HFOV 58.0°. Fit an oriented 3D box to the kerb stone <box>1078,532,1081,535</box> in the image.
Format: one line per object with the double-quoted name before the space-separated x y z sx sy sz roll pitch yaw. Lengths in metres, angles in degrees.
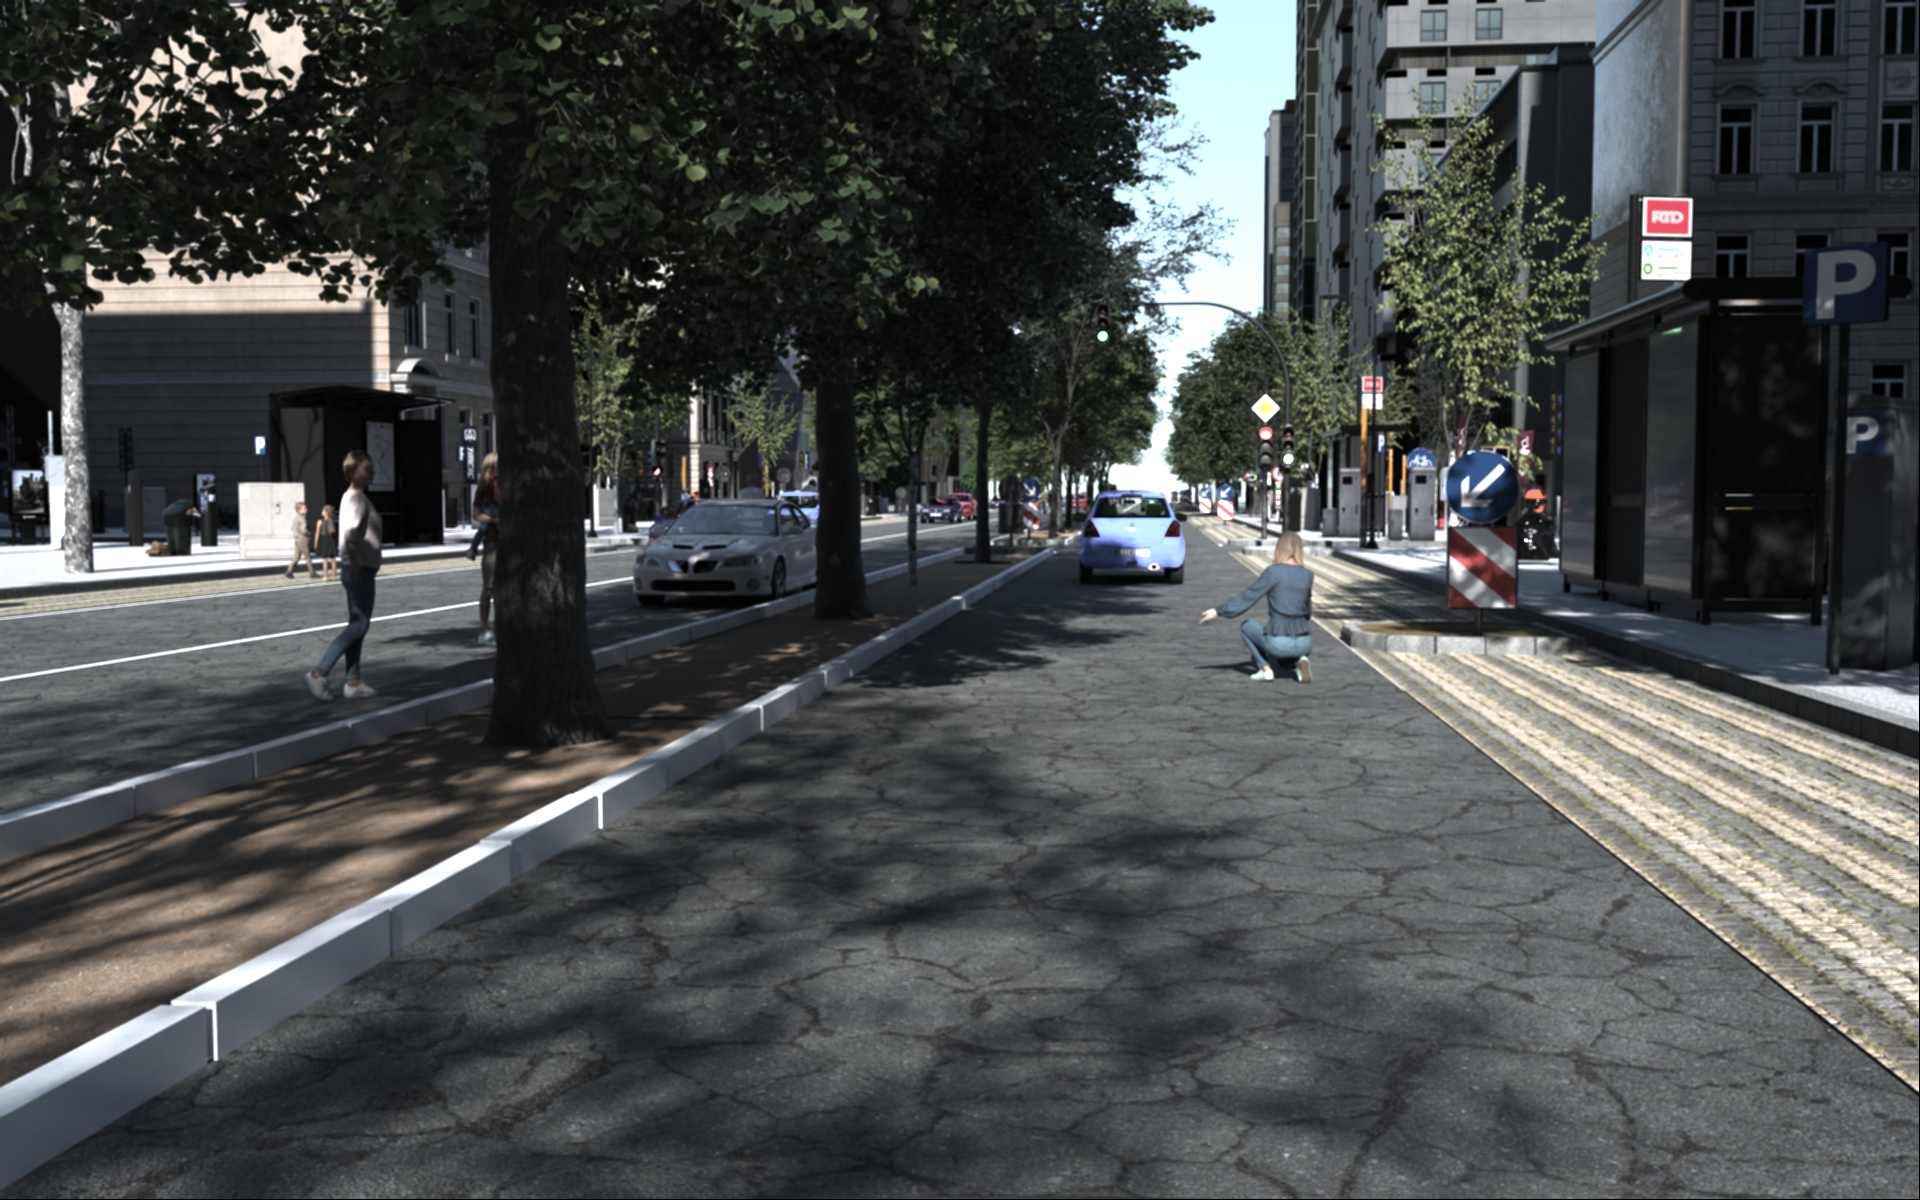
"kerb stone" 3.644 -1.961 54.370 0.120 0.150 1.000 0 4 6

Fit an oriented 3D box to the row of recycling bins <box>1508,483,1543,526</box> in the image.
"row of recycling bins" 20.116 -3.427 63.148 3.534 1.692 1.069 -3 5 -40

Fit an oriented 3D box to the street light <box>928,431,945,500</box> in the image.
"street light" -1.763 -9.478 127.505 1.470 5.913 1.316 0 4 6

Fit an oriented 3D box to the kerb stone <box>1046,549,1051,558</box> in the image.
"kerb stone" 1.870 -0.991 38.486 0.120 0.150 1.000 0 4 6

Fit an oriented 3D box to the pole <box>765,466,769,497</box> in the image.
"pole" -12.232 -7.084 109.668 0.158 3.312 0.155 0 3 0

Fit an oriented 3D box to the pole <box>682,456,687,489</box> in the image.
"pole" -14.935 -6.121 93.916 0.158 3.312 0.155 0 3 0

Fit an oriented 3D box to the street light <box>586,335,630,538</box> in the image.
"street light" -10.291 -4.784 50.757 1.470 5.913 1.316 0 4 6

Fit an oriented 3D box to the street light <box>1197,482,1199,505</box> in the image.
"street light" 21.850 -11.095 153.942 1.470 5.913 1.316 0 4 6

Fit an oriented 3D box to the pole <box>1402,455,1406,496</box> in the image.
"pole" 23.090 -5.886 90.086 0.158 3.312 0.155 0 3 0

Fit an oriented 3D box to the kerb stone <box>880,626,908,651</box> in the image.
"kerb stone" -0.639 0.374 16.088 0.120 0.150 1.000 0 4 6

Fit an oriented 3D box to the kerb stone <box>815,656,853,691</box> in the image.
"kerb stone" -0.972 0.560 13.033 0.120 0.150 1.000 0 4 6

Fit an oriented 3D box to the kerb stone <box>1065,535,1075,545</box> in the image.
"kerb stone" 3.185 -1.715 50.301 0.120 0.150 1.000 0 4 6

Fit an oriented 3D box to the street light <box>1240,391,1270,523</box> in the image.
"street light" 13.308 -6.460 78.165 1.470 5.913 1.316 0 4 6

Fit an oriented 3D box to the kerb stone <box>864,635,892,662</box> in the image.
"kerb stone" -0.750 0.440 15.071 0.120 0.150 1.000 0 4 6

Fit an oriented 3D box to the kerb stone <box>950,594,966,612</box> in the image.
"kerb stone" -0.069 0.063 21.172 0.120 0.150 1.000 0 4 6

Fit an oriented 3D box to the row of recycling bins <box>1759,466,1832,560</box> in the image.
"row of recycling bins" 12.697 -1.131 25.613 1.069 1.692 3.534 0 4 8

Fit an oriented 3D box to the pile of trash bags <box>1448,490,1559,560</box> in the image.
"pile of trash bags" 11.238 -1.542 34.961 1.912 1.369 3.447 2 4 31

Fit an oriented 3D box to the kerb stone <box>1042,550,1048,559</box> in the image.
"kerb stone" 1.755 -0.934 37.468 0.120 0.150 1.000 0 4 6

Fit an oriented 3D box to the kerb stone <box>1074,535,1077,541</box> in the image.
"kerb stone" 3.300 -1.781 51.317 0.120 0.150 1.000 0 4 6

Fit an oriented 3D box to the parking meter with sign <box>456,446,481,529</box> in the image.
"parking meter with sign" -17.350 -4.067 62.764 1.738 3.016 0.543 2 4 24

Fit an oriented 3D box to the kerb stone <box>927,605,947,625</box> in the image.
"kerb stone" -0.295 0.187 19.140 0.120 0.150 1.000 0 4 6

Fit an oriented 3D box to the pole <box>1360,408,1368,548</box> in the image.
"pole" 9.597 -2.893 41.137 0.158 3.312 0.155 0 3 0

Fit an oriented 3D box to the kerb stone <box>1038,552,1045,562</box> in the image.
"kerb stone" 1.642 -0.872 36.450 0.120 0.150 1.000 0 4 6

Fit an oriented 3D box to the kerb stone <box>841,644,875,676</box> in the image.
"kerb stone" -0.853 0.498 14.048 0.120 0.150 1.000 0 4 6

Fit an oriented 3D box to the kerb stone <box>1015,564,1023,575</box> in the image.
"kerb stone" 0.954 -0.498 30.336 0.120 0.150 1.000 0 4 6

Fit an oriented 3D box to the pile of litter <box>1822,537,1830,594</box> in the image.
"pile of litter" 11.017 -0.480 21.812 1.176 0.858 1.719 -1 4 -14

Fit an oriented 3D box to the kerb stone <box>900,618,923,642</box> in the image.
"kerb stone" -0.519 0.318 17.108 0.120 0.150 1.000 0 4 6

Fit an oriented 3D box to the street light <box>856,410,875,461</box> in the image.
"street light" -5.184 -7.564 96.212 1.470 5.913 1.316 0 4 6

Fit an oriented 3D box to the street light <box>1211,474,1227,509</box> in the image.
"street light" 18.441 -9.221 123.298 1.470 5.913 1.316 0 4 6

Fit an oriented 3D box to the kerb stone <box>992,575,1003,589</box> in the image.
"kerb stone" 0.508 -0.249 26.268 0.120 0.150 1.000 0 4 6

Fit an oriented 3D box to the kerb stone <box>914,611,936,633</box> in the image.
"kerb stone" -0.404 0.249 18.123 0.120 0.150 1.000 0 4 6

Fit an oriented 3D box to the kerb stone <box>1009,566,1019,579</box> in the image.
"kerb stone" 0.852 -0.436 29.316 0.120 0.150 1.000 0 4 6

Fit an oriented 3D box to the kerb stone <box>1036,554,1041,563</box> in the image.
"kerb stone" 1.522 -0.805 35.427 0.120 0.150 1.000 0 4 6

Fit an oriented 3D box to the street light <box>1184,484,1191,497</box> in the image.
"street light" 26.910 -13.874 199.387 1.470 5.913 1.316 0 4 6

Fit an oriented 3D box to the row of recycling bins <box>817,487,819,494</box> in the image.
"row of recycling bins" -7.599 -5.580 98.352 1.069 1.692 3.534 -2 4 -28

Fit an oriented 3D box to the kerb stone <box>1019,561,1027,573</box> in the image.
"kerb stone" 1.076 -0.560 31.351 0.120 0.150 1.000 0 4 6

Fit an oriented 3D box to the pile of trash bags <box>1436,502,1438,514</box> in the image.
"pile of trash bags" 23.311 -4.587 84.751 3.447 1.369 1.912 0 4 -7

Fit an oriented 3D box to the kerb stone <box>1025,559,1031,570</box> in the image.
"kerb stone" 1.183 -0.621 32.368 0.120 0.150 1.000 0 4 6

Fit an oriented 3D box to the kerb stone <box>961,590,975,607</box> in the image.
"kerb stone" 0.049 0.004 22.189 0.120 0.150 1.000 0 4 6

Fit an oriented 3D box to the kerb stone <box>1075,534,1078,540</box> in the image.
"kerb stone" 3.414 -1.844 52.337 0.120 0.150 1.000 0 4 6

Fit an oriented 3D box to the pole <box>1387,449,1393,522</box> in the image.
"pole" 19.474 -5.173 78.423 0.158 3.312 0.155 0 3 0

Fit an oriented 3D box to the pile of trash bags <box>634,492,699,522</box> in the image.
"pile of trash bags" -13.760 -4.377 81.312 3.447 1.369 1.912 0 4 -8

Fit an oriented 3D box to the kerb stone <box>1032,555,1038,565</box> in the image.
"kerb stone" 1.406 -0.747 34.404 0.120 0.150 1.000 0 4 6

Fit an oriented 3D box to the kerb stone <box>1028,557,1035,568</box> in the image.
"kerb stone" 1.298 -0.682 33.384 0.120 0.150 1.000 0 4 6

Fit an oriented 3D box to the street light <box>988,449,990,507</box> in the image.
"street light" 3.357 -12.283 173.362 1.470 5.913 1.316 0 4 6

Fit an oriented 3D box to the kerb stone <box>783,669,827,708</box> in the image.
"kerb stone" -1.092 0.623 12.008 0.120 0.150 1.000 0 4 6

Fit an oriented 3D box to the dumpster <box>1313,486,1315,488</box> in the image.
"dumpster" 17.808 -4.959 83.575 1.502 2.255 1.985 0 4 6

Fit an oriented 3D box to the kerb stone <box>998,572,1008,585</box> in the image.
"kerb stone" 0.617 -0.305 27.285 0.120 0.150 1.000 0 4 6

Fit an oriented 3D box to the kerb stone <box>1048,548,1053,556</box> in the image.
"kerb stone" 1.984 -1.058 39.502 0.120 0.150 1.000 0 4 6

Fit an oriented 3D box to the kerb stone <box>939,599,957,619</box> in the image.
"kerb stone" -0.178 0.125 20.155 0.120 0.150 1.000 0 4 6

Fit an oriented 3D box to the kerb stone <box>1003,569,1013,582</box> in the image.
"kerb stone" 0.731 -0.373 28.301 0.120 0.150 1.000 0 4 6

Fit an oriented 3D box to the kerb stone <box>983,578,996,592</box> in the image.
"kerb stone" 0.383 -0.186 25.244 0.120 0.150 1.000 0 4 6

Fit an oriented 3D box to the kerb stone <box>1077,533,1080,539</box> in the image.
"kerb stone" 3.525 -1.899 53.353 0.120 0.150 1.000 0 4 6

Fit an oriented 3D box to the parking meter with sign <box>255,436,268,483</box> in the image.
"parking meter with sign" -20.663 -3.480 53.156 0.543 3.016 1.738 2 4 35

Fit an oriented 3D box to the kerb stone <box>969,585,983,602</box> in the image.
"kerb stone" 0.168 -0.062 23.211 0.120 0.150 1.000 0 4 6

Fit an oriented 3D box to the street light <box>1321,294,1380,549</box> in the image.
"street light" 9.064 -4.141 40.246 1.470 5.913 1.316 0 4 6

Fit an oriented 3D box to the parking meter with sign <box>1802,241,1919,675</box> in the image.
"parking meter with sign" 6.801 -1.012 12.803 1.738 3.016 0.543 -3 5 -45

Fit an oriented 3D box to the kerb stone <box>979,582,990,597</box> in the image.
"kerb stone" 0.277 -0.118 24.228 0.120 0.150 1.000 0 4 6
